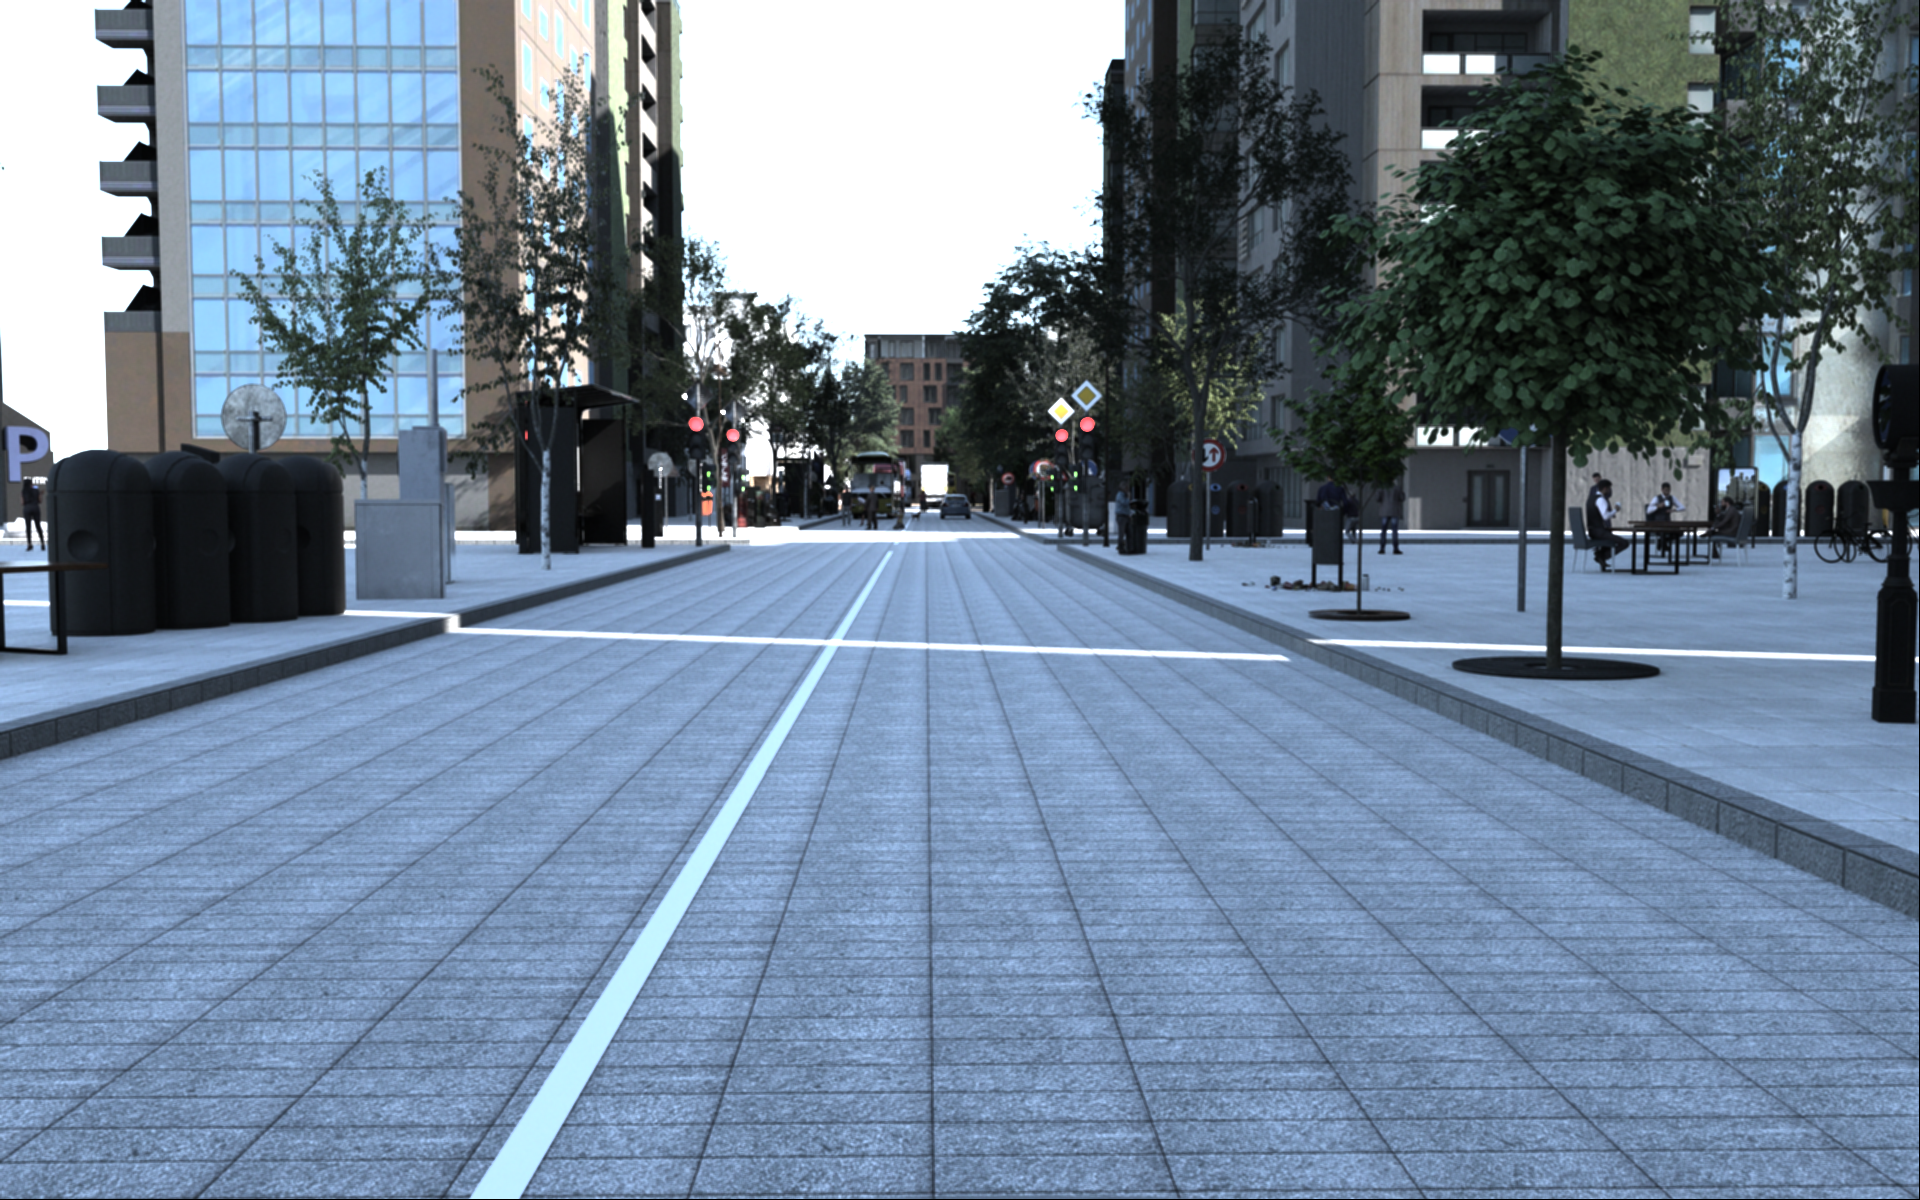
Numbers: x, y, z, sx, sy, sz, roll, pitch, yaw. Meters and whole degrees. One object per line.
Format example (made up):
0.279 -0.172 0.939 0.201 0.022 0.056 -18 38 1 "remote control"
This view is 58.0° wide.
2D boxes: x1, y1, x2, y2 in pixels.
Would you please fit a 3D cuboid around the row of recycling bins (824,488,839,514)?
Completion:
-8.872 -6.362 111.129 1.069 1.692 3.534 -2 4 -31 "row of recycling bins"

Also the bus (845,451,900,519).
-5.041 -6.861 103.725 2.896 3.916 12.252 0 3 0 "bus"

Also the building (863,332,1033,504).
3.785 -23.688 231.281 32.646 21.610 27.936 0 4 -1 "building"

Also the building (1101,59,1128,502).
16.539 -21.234 118.884 14.160 30.474 14.107 0 4 -1 "building"

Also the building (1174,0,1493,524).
18.043 -24.828 89.531 14.154 41.232 14.086 0 4 -1 "building"

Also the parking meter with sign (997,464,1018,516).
2.974 -6.478 102.184 1.738 3.016 0.543 -3 5 -42 "parking meter with sign"

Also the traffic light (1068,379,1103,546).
3.085 -3.285 42.623 0.839 4.253 0.868 0 4 -1 "traffic light"

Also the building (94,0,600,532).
-21.930 -25.349 64.574 14.600 45.320 14.200 0 4 -1 "building"

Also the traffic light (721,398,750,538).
-6.550 -3.761 50.407 0.839 4.253 0.868 0 4 -1 "traffic light"

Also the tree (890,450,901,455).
-7.887 -8.644 75.748 7.601 10.594 8.767 -2 4 -32 "tree"

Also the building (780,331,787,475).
-25.114 -19.251 171.171 16.016 20.091 11.380 0 4 -1 "building"

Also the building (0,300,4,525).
-45.902 -23.212 63.104 14.086 41.232 14.154 0 4 -1 "building"

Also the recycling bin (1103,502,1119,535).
5.029 -2.602 55.092 0.722 1.027 0.722 -2 4 -26 "recycling bin"

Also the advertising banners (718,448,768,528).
-8.204 -4.226 65.283 2.074 3.025 0.090 1 4 20 "advertising banners"

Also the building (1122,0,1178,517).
17.478 -27.731 103.514 14.600 45.320 14.200 0 4 -1 "building"

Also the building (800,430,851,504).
-26.689 -17.106 221.832 28.070 9.664 9.099 0 4 -1 "building"

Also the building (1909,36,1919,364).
20.783 -22.437 16.957 14.600 45.320 14.200 0 4 -1 "building"

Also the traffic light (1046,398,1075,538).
2.929 -3.773 50.607 0.839 4.253 0.868 0 4 -1 "traffic light"

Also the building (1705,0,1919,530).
40.718 -27.550 70.043 30.456 49.044 23.786 0 4 -1 "building"

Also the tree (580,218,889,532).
-8.314 -7.596 58.601 7.601 10.594 8.767 3 5 44 "tree"

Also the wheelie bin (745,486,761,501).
-8.545 -3.871 71.195 0.980 1.594 0.693 0 4 6 "wheelie bin"

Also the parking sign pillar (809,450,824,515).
-8.777 -7.188 105.997 1.447 3.967 1.447 -2 4 -28 "parking sign pillar"

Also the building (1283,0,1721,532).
18.550 -23.313 64.762 14.086 41.232 14.154 0 4 -1 "building"

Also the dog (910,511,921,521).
-2.380 -4.528 93.312 0.540 0.507 0.406 -1 4 -16 "dog"

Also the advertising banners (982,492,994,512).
2.531 -7.610 120.617 2.074 3.025 0.090 -1 4 -10 "advertising banners"

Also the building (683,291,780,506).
-25.424 -18.540 159.548 16.016 20.091 11.380 0 4 -1 "building"

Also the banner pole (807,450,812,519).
-7.812 -6.114 89.974 0.401 3.779 0.863 1 4 11 "banner pole"

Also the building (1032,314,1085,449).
16.772 -19.101 178.752 16.747 18.905 31.486 0 4 -1 "building"

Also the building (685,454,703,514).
-27.171 -41.054 109.483 20.563 71.187 20.611 0 4 -1 "building"

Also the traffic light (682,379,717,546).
-6.395 -3.272 42.424 0.839 4.253 0.868 0 4 -1 "traffic light"

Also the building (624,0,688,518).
-22.832 -19.681 93.479 14.160 30.474 14.107 0 4 -1 "building"

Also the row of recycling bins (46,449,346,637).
-7.405 -0.616 17.191 1.069 1.692 3.534 1 4 19 "row of recycling bins"

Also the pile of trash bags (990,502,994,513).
3.597 -6.587 117.449 1.912 1.369 3.447 -2 4 -34 "pile of trash bags"

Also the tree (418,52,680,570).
-7.114 -4.832 29.373 4.360 8.622 3.978 0 3 0 "tree"

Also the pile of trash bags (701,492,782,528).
-8.716 -3.516 67.234 3.447 1.369 1.912 -3 5 -44 "pile of trash bags"

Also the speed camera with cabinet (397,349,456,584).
-7.505 -1.837 24.369 0.660 3.252 2.038 -1 4 -11 "speed camera with cabinet"

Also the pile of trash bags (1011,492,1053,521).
3.563 -4.464 82.734 1.912 1.369 3.447 0 4 -7 "pile of trash bags"

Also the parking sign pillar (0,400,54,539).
-26.951 -3.769 50.103 1.447 3.967 1.447 -3 5 -43 "parking sign pillar"

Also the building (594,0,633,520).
-23.326 -24.171 78.790 14.154 41.232 14.086 0 4 -1 "building"

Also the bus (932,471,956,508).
-1.755 -11.458 178.885 2.896 3.916 12.252 0 4 -1 "bus"

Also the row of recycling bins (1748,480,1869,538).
25.147 -2.728 51.716 3.534 1.692 1.069 1 4 14 "row of recycling bins"

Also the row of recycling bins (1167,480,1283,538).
7.830 -2.702 51.295 3.534 1.692 1.069 -1 4 -13 "row of recycling bins"

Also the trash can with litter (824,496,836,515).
-7.871 -5.681 104.275 0.624 1.170 1.055 0 4 6 "trash can with litter"

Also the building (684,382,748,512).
-21.559 -12.116 140.250 9.099 9.664 28.070 0 4 -1 "building"

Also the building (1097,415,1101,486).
14.030 -12.597 148.107 9.099 9.664 28.070 0 4 -1 "building"

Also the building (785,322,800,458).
-33.566 -19.553 186.147 31.486 18.905 16.747 0 4 -1 "building"
